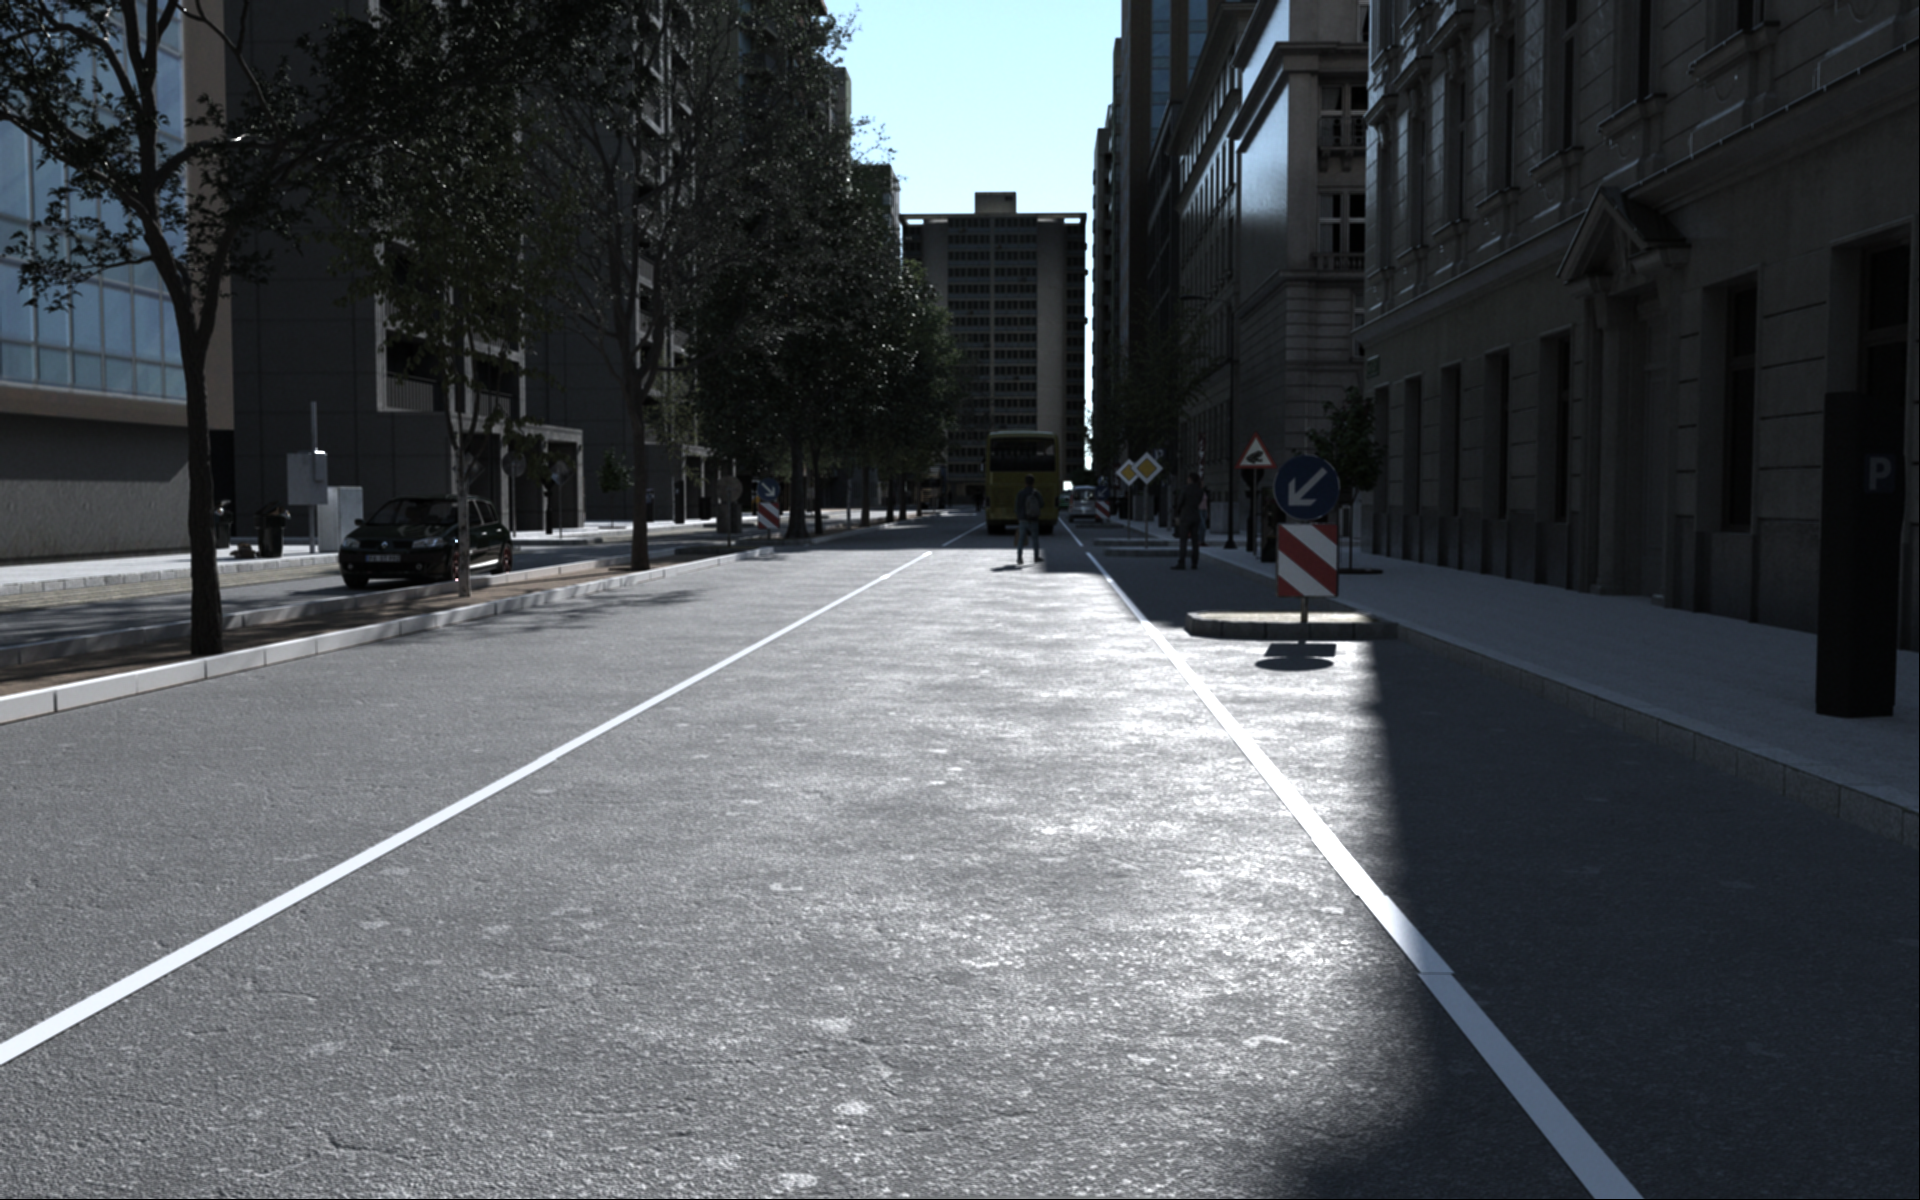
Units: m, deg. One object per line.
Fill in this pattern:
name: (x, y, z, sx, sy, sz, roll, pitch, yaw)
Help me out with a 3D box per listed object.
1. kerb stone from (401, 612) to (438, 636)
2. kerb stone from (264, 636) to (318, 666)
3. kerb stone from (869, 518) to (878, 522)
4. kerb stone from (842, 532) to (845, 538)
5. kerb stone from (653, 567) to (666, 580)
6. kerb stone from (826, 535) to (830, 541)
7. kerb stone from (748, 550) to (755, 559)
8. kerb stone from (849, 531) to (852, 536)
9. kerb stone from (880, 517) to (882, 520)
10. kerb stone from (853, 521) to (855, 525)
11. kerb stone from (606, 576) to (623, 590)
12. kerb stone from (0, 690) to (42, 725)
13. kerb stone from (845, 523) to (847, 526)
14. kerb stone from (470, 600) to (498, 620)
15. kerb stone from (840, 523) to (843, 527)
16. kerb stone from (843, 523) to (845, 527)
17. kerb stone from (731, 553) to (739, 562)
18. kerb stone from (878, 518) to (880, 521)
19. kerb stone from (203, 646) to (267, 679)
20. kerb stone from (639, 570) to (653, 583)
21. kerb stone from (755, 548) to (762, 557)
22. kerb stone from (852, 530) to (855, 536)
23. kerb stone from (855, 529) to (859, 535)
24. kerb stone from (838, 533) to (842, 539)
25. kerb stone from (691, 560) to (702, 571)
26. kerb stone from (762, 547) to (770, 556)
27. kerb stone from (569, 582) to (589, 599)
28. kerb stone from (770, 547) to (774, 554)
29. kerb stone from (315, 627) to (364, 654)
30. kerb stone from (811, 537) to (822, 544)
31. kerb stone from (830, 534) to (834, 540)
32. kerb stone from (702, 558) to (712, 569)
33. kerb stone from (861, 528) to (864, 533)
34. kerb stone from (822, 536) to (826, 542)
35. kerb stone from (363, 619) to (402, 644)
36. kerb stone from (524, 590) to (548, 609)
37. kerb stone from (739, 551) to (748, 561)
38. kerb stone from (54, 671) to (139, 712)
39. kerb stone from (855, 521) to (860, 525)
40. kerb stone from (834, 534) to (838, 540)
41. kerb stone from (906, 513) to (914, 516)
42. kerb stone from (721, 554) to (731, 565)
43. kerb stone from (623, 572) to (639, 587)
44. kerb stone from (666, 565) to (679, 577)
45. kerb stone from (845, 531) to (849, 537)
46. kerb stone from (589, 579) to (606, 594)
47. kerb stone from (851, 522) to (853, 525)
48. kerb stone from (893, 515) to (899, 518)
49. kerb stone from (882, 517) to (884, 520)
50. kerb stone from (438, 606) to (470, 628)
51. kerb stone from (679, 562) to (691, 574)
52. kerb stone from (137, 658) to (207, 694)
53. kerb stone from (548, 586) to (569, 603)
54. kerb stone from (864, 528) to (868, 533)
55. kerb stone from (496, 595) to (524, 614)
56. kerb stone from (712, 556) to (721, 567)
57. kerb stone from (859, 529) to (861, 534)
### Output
kerb stone: (-5.684, 0.257, 17.998, 0.120, 0.150, 1.000, 0, 4, 3)
kerb stone: (-5.820, 0.445, 14.929, 0.120, 0.150, 1.000, 0, 4, 3)
kerb stone: (-4.492, -4.163, 90.333, 0.120, 0.150, 1.000, 0, 4, 3)
kerb stone: (-3.930, -2.085, 56.434, 0.120, 0.150, 1.000, 0, 4, 3)
kerb stone: (-5.172, -0.432, 29.252, 0.120, 0.150, 1.000, 0, 4, 3)
kerb stone: (-4.120, -1.843, 52.328, 0.120, 0.150, 1.000, 0, 4, 3)
kerb stone: (-4.753, -0.992, 38.481, 0.120, 0.150, 1.000, 0, 4, 3)
kerb stone: (-3.842, -2.219, 58.481, 0.120, 0.150, 1.000, 0, 4, 3)
kerb stone: (-4.397, -4.291, 92.383, 0.120, 0.150, 1.000, 0, 4, 3)
kerb stone: (-5.007, -3.471, 79.080, 0.120, 0.150, 1.000, 0, 4, 3)
kerb stone: (-5.307, -0.243, 26.171, 0.120, 0.150, 1.000, 0, 4, 3)
kerb stone: (-6.014, 0.694, 10.845, 0.120, 0.150, 1.000, 0, 4, 3)
kerb stone: (-5.150, -3.291, 75.999, 0.120, 0.150, 1.000, 0, 4, 3)
kerb stone: (-5.594, 0.138, 20.043, 0.120, 0.150, 1.000, 0, 4, 3)
kerb stone: (-5.241, -3.160, 73.953, 0.120, 0.150, 1.000, 0, 4, 3)
kerb stone: (-5.193, -3.222, 74.974, 0.120, 0.150, 1.000, 0, 4, 3)
kerb stone: (-4.839, -0.869, 36.435, 0.120, 0.150, 1.000, 0, 4, 3)
kerb stone: (-4.446, -4.230, 91.362, 0.120, 0.150, 1.000, 0, 4, 3)
kerb stone: (-5.868, 0.508, 13.908, 0.120, 0.150, 1.000, 0, 4, 3)
kerb stone: (-5.222, -0.368, 28.224, 0.120, 0.150, 1.000, 0, 4, 3)
kerb stone: (-4.706, -1.055, 39.506, 0.120, 0.150, 1.000, 0, 4, 3)
kerb stone: (-3.793, -2.282, 59.508, 0.120, 0.150, 1.000, 0, 4, 3)
kerb stone: (-3.747, -2.342, 60.534, 0.120, 0.150, 1.000, 0, 4, 3)
kerb stone: (-3.980, -2.032, 55.413, 0.120, 0.150, 1.000, 0, 4, 3)
kerb stone: (-5.028, -0.618, 32.334, 0.120, 0.150, 1.000, 0, 4, 3)
kerb stone: (-4.653, -1.121, 40.532, 0.120, 0.150, 1.000, 0, 4, 3)
kerb stone: (-5.398, -0.118, 24.127, 0.120, 0.150, 1.000, 0, 4, 3)
kerb stone: (-4.609, -1.184, 41.553, 0.120, 0.150, 1.000, 0, 4, 3)
kerb stone: (-5.773, 0.382, 15.956, 0.120, 0.150, 1.000, 0, 4, 3)
kerb stone: (-4.201, -1.717, 50.282, 0.120, 0.150, 1.000, 0, 4, 3)
kerb stone: (-4.074, -1.901, 53.363, 0.120, 0.150, 1.000, 0, 4, 3)
kerb stone: (-4.984, -0.683, 33.360, 0.120, 0.150, 1.000, 0, 4, 3)
kerb stone: (-3.656, -2.471, 62.589, 0.120, 0.150, 1.000, 0, 4, 3)
kerb stone: (-4.169, -1.780, 51.305, 0.120, 0.150, 1.000, 0, 4, 3)
kerb stone: (-5.735, 0.323, 16.977, 0.120, 0.150, 1.000, 0, 4, 3)
kerb stone: (-5.489, 0.007, 22.084, 0.120, 0.150, 1.000, 0, 4, 3)
kerb stone: (-4.791, -0.934, 37.460, 0.120, 0.150, 1.000, 0, 4, 3)
kerb stone: (-5.962, 0.632, 11.866, 0.120, 0.150, 1.000, 0, 4, 3)
kerb stone: (-4.908, -3.605, 81.136, 0.120, 0.150, 1.000, 0, 4, 3)
kerb stone: (-4.026, -1.967, 54.387, 0.120, 0.150, 1.000, 0, 4, 3)
kerb stone: (-3.327, -5.728, 115.918, 0.120, 0.150, 1.000, 0, 4, 3)
kerb stone: (-4.886, -0.808, 35.409, 0.120, 0.150, 1.000, 0, 4, 3)
kerb stone: (-5.252, -0.306, 27.195, 0.120, 0.150, 1.000, 0, 4, 3)
kerb stone: (-5.116, -0.494, 30.275, 0.120, 0.150, 1.000, 0, 4, 3)
kerb stone: (-3.882, -2.154, 57.455, 0.120, 0.150, 1.000, 0, 4, 3)
kerb stone: (-5.359, -0.176, 25.151, 0.120, 0.150, 1.000, 0, 4, 3)
kerb stone: (-5.054, -3.416, 78.053, 0.120, 0.150, 1.000, 0, 4, 3)
kerb stone: (-3.849, -5.041, 104.669, 0.120, 0.150, 1.000, 0, 4, 3)
kerb stone: (-4.362, -4.354, 93.408, 0.120, 0.150, 1.000, 0, 4, 3)
kerb stone: (-5.637, 0.200, 19.022, 0.120, 0.150, 1.000, 0, 4, 3)
kerb stone: (-5.070, -0.557, 31.312, 0.120, 0.150, 1.000, 0, 4, 3)
kerb stone: (-5.919, 0.572, 12.887, 0.120, 0.150, 1.000, 0, 4, 3)
kerb stone: (-5.442, -0.056, 23.105, 0.120, 0.150, 1.000, 0, 4, 3)
kerb stone: (-3.600, -2.534, 63.625, 0.120, 0.150, 1.000, 0, 4, 3)
kerb stone: (-5.537, 0.069, 21.063, 0.120, 0.150, 1.000, 0, 4, 3)
kerb stone: (-4.943, -0.746, 34.387, 0.120, 0.150, 1.000, 0, 4, 3)
kerb stone: (-3.702, -2.407, 61.555, 0.120, 0.150, 1.000, 0, 4, 3)
